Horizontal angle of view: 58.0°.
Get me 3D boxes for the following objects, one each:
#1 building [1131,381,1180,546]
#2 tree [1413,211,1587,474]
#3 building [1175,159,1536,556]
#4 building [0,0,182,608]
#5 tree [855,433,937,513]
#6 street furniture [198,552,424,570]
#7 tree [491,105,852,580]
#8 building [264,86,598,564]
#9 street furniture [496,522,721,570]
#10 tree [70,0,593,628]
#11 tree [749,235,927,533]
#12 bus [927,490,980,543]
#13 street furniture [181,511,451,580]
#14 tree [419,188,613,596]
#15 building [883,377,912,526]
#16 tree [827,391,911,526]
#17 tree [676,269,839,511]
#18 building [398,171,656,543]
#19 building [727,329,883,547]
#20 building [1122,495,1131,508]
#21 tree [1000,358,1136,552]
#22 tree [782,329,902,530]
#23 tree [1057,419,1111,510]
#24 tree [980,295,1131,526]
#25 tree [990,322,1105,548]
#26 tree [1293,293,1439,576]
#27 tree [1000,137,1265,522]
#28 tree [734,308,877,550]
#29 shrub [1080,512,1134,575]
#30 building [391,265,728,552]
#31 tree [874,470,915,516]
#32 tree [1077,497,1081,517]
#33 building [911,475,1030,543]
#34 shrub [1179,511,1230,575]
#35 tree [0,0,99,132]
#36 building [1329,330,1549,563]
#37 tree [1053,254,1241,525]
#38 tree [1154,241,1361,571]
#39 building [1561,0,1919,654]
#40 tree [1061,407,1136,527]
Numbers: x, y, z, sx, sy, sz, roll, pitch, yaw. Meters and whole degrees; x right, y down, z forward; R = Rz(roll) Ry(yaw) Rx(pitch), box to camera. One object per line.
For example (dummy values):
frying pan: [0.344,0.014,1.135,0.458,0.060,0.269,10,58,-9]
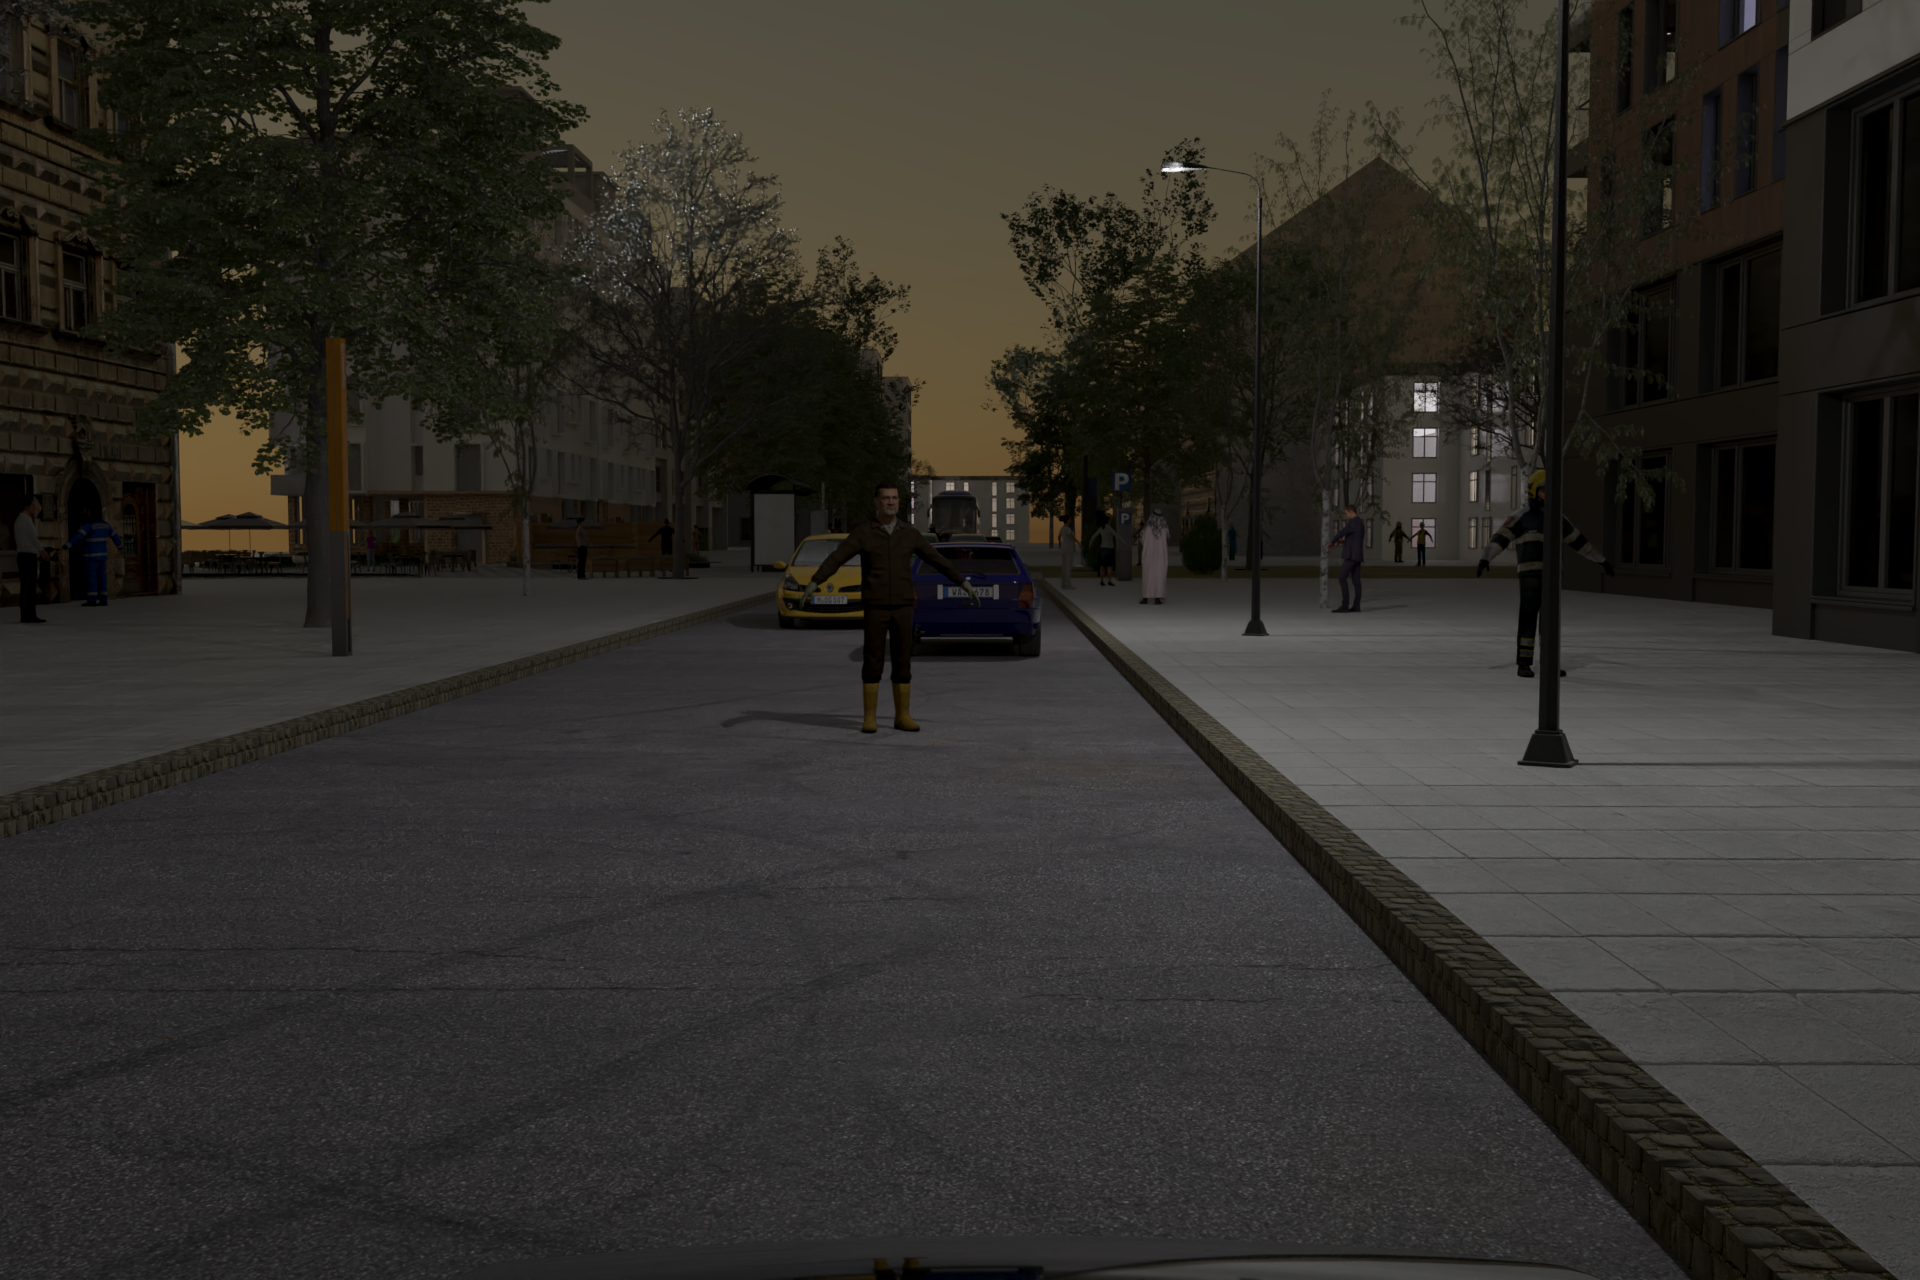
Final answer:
building: [28.929,-22.066,191.714,19.493,23.208,18.063,0,4,1]
tree: [22.250,-9.440,64.721,12.009,13.543,11.850,0,3,0]
building: [24.408,-17.093,110.400,19.493,23.208,18.063,0,4,1]
building: [-25.850,-11.996,27.068,19.493,23.208,18.063,0,4,1]
tree: [-6.568,-13.543,155.842,8.767,10.594,7.601,-2,4,-25]
street furniture: [-24.512,-3.114,66.538,5.734,0.657,10.072,1,4,15]
tree: [-7.893,-8.482,49.044,12.009,13.543,11.850,0,3,0]
building: [-23.527,-13.350,74.687,16.016,20.090,11.380,0,4,1]
street furniture: [-12.925,-3.708,67.478,9.812,1.723,11.010,-2,4,-30]
tree: [-8.644,-6.470,23.915,7.486,12.596,7.792,0,3,0]
tree: [-8.472,-15.711,112.761,12.611,20.169,13.585,0,3,0]
bus: [-0.199,-6.642,100.138,2.896,3.916,12.251,0,4,1]
street furniture: [-29.757,-2.719,49.491,27.439,1.986,14.083,1,4,8]
tree: [-8.789,-5.228,35.844,4.360,8.622,3.978,0,3,0]
building: [-20.725,-23.162,222.672,27.936,21.610,32.646,0,4,1]
tree: [-7.159,-12.992,130.540,7.486,12.596,7.792,0,3,0]
tree: [-8.737,-9.538,74.066,7.486,12.596,7.792,0,3,0]
building: [-23.589,-14.399,91.845,16.016,20.090,11.380,0,4,1]
building: [-23.154,-21.115,189.202,27.936,21.610,32.646,0,4,1]
building: [25.417,-16.915,218.706,9.099,9.664,28.070,0,4,1]
tree: [7.795,-13.200,122.477,9.857,13.997,8.962,0,3,0]
tree: [-6.894,-10.911,96.516,7.486,12.596,7.792,0,3,0]
tree: [8.233,-9.809,110.733,4.737,8.622,4.395,0,3,0]
tree: [7.922,-17.345,139.477,12.611,20.169,13.585,0,3,0]
tree: [9.351,-18.188,153.269,12.611,20.169,13.585,0,3,0]
tree: [11.852,-6.308,53.497,4.360,8.622,3.978,0,3,0]
tree: [8.627,-13.882,82.863,12.611,20.169,13.585,0,3,0]
tree: [-7.736,-10.269,86.017,7.486,12.596,7.792,0,3,0]
shrub: [4.566,-3.023,53.846,1.690,2.028,1.600,0,3,0]
building: [-27.650,-15.781,124.484,16.747,18.905,31.486,0,4,2]
tree: [-6.181,-12.041,147.235,4.737,8.622,4.395,0,3,0]
tree: [19.091,-18.036,245.247,4.360,8.622,3.978,0,3,0]
building: [-4.035,-18.448,246.231,28.070,9.664,9.099,0,4,4]
shrub: [7.778,-3.106,55.196,1.690,2.028,1.600,0,3,0]
tree: [-8.984,-6.105,10.186,12.009,13.543,11.850,0,3,0]
building: [25.245,-8.749,85.186,9.099,9.664,28.070,0,4,1]
tree: [7.640,-9.302,70.221,7.486,12.596,7.792,0,3,0]
tree: [10.444,-8.266,60.900,9.928,11.665,9.643,0,3,0]
building: [24.225,-10.971,23.354,27.936,21.610,32.646,0,4,1]
tree: [7.696,-9.083,98.871,4.737,8.622,4.395,0,3,0]
